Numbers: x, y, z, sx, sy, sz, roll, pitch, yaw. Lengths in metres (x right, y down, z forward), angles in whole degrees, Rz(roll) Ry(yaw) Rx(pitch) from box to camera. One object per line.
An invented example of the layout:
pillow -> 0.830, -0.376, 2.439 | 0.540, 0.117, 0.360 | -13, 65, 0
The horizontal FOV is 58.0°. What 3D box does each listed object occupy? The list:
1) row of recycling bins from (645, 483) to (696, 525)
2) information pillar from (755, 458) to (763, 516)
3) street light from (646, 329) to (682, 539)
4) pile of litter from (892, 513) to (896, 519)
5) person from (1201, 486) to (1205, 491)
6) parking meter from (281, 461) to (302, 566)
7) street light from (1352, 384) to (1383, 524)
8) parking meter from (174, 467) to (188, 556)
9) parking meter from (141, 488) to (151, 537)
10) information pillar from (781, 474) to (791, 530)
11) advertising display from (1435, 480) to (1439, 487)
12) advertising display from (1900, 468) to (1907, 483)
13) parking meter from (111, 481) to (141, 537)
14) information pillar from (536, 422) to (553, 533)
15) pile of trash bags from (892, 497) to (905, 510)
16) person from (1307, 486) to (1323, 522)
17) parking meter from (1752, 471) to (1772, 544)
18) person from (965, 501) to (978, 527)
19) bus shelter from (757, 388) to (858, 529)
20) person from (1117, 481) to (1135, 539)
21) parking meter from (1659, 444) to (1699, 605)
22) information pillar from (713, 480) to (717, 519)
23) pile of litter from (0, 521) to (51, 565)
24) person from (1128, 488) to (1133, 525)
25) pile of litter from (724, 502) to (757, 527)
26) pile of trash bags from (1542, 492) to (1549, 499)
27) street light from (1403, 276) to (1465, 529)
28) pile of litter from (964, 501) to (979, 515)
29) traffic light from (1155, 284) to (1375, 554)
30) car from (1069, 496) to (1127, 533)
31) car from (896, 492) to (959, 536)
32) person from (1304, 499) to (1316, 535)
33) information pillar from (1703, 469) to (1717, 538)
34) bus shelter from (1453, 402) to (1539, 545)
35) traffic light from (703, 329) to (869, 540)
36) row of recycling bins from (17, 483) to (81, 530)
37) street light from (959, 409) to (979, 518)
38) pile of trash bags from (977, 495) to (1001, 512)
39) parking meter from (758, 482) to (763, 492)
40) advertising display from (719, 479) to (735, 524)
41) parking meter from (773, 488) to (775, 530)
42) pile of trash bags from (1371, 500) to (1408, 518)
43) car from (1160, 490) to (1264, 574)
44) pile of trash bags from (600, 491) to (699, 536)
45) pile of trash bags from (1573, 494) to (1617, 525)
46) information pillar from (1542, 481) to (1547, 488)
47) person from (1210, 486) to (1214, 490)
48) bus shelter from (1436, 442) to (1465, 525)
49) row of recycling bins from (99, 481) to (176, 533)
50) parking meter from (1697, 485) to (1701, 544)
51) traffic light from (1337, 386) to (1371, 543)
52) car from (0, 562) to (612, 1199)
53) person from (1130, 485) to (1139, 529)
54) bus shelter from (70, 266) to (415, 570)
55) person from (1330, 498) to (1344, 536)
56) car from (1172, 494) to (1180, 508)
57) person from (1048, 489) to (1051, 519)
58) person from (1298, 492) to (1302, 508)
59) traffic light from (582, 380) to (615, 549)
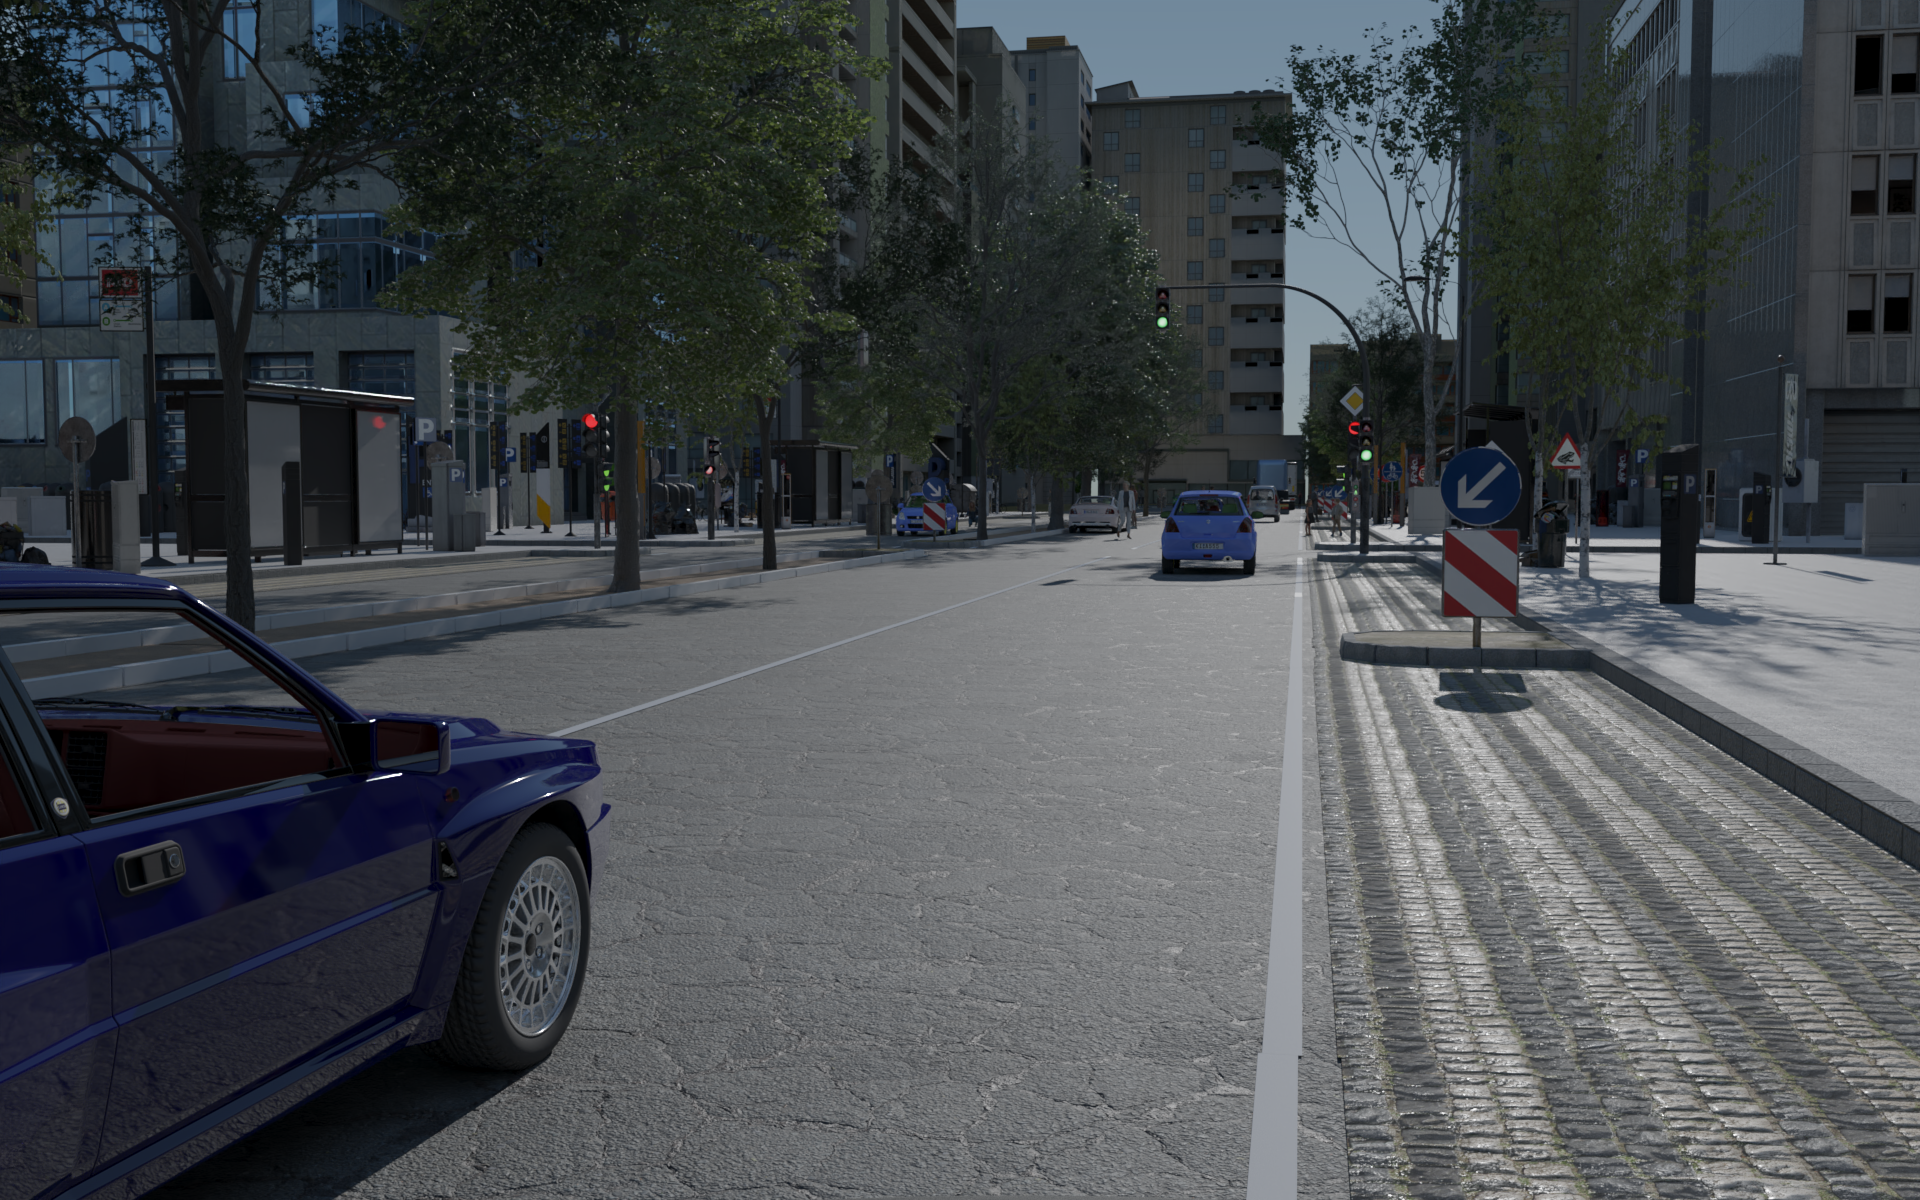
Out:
row of recycling bins -> -10.664, -3.488, 64.140 | 1.069, 1.692, 3.534 | 1, 4, 12
information pillar -> -11.451, -6.569, 98.757 | 0.504, 3.616, 0.183 | -1, 4, -14
street light -> -8.282, -4.676, 48.998 | 1.470, 5.913, 1.316 | 1, 4, 11
pile of litter -> -3.875, -4.690, 90.643 | 1.719, 0.858, 1.176 | 1, 4, 11
person -> 12.483, -4.907, 88.502 | 0.659, 1.850, 0.755 | 0, 4, -8
parking meter -> -12.050, -1.561, 31.233 | 0.255, 1.863, 0.399 | -2, 4, -33
street light -> 17.255, -6.163, 73.309 | 1.470, 5.913, 1.316 | 1, 4, 11
parking meter -> -16.162, -1.863, 36.172 | 0.255, 1.863, 0.399 | 2, 4, 25
parking meter -> -24.482, -2.662, 51.931 | 0.372, 1.533, 0.369 | 0, 3, 0
information pillar -> -6.301, -3.559, 62.689 | 0.304, 2.012, 0.304 | -1, 4, -18
advertising display -> 21.459, -4.451, 77.984 | 0.974, 1.923, 0.123 | 1, 4, 10
advertising display -> 23.712, -2.346, 43.566 | 0.123, 1.923, 0.974 | 2, 4, 26
parking meter -> -15.670, -1.470, 32.439 | 0.372, 1.533, 0.369 | 0, 3, 0
information pillar -> -13.594, -3.987, 56.542 | 0.504, 3.616, 0.183 | 1, 4, 22
pile of trash bags -> -3.112, -6.903, 122.616 | 3.447, 1.369, 1.912 | -1, 4, -14
person -> 17.878, -4.829, 87.411 | 0.822, 1.834, 0.622 | 1, 4, 15
parking meter -> 20.686, -2.384, 44.683 | 0.255, 1.863, 0.399 | -2, 4, -33
person -> 0.670, -3.766, 75.575 | 1.012, 1.151, 0.738 | 0, 4, -7
bus shelter -> -6.138, -5.538, 68.174 | 2.179, 5.291, 8.768 | 1, 4, 11
person -> 5.284, -2.875, 55.386 | 0.514, 1.842, 0.818 | -1, 4, -19
parking meter -> 8.392, -0.888, 20.228 | 0.399, 1.863, 0.255 | -2, 4, -32
information pillar -> -12.917, -5.276, 90.750 | 0.304, 2.012, 0.304 | -1, 4, -21
pile of litter -> -15.178, -0.821, 27.388 | 1.719, 0.858, 1.176 | -2, 4, -35
person -> 7.403, -4.101, 76.230 | 0.598, 1.740, 0.731 | -2, 4, -33
pile of litter -> -8.670, -3.295, 67.839 | 1.176, 0.858, 1.719 | -1, 4, -9
pile of trash bags -> 24.856, -4.148, 77.579 | 3.447, 1.369, 1.912 | -1, 4, -19
street light -> 10.123, -3.937, 36.906 | 1.470, 5.913, 1.316 | 1, 4, 11
pile of litter -> 1.343, -6.404, 118.664 | 1.719, 0.858, 1.176 | 0, 4, -6
traffic light -> 6.613, -3.841, 37.467 | 4.771, 5.953, 1.251 | 1, 4, 11
car -> 5.185, -3.199, 64.668 | 2.083, 1.381, 4.827 | 1, 4, 11
car -> -1.126, -3.083, 59.992 | 1.945, 1.707, 3.694 | 1, 4, 9
person -> 12.063, -2.844, 59.663 | 0.362, 1.253, 0.373 | -3, 4, -36
information pillar -> 21.802, -2.805, 50.358 | 0.304, 2.012, 0.304 | 1, 4, 22
bus shelter -> 14.493, -3.409, 47.026 | 1.731, 3.624, 6.357 | 1, 4, 11
traffic light -> -4.883, -4.487, 48.034 | 4.771, 5.953, 1.251 | 1, 4, 11
row of recycling bins -> -33.154, -3.420, 63.027 | 3.534, 1.692, 1.069 | 2, 4, 33
street light -> 0.646, -7.435, 94.096 | 1.470, 5.913, 1.316 | 1, 4, 11
pile of trash bags -> 1.294, -6.822, 121.295 | 3.447, 1.369, 1.912 | 1, 4, 12
parking meter -> -9.704, -4.866, 85.277 | 0.399, 1.863, 0.255 | 1, 4, 8
advertising display -> -9.966, -4.221, 74.221 | 0.974, 1.923, 0.123 | 3, 5, 45
parking meter -> -6.743, -3.230, 61.226 | 0.372, 1.533, 0.369 | 0, 3, 0
pile of trash bags -> 23.924, -5.248, 95.563 | 1.912, 1.369, 3.447 | 2, 4, 30
car -> 4.677, -1.388, 32.279 | 1.945, 1.707, 3.694 | 1, 4, 10
pile of trash bags -> -9.994, -2.750, 54.723 | 1.912, 1.369, 3.447 | 3, 4, 36
pile of trash bags -> 27.207, -3.887, 73.306 | 1.912, 1.369, 3.447 | -1, 4, -20
information pillar -> 33.663, -5.835, 99.896 | 0.304, 2.012, 0.304 | 1, 4, 14
person -> 12.404, -4.712, 85.503 | 0.822, 1.834, 0.622 | -2, 4, -33
bus shelter -> 19.975, -4.565, 68.558 | 2.014, 3.302, 5.546 | 1, 4, 11
row of recycling bins -> -26.908, -3.039, 56.808 | 1.069, 1.692, 3.534 | 1, 4, 11
parking meter -> 18.936, -2.223, 44.754 | 0.372, 1.533, 0.369 | 0, 3, 0
traffic light -> 10.231, -3.432, 45.036 | 0.839, 4.253, 0.868 | 1, 4, 11
car -> -2.134, 0.564, 3.361 | 1.945, 1.354, 3.894 | 1, 4, 13
person -> 7.157, -3.869, 71.733 | 0.573, 1.828, 0.580 | 0, 4, -6
bus shelter -> -13.605, -3.391, 33.081 | 2.179, 5.291, 8.768 | 1, 4, 11
person -> 12.769, -2.802, 58.583 | 0.475, 1.303, 0.640 | 3, 5, 40
car -> 23.499, -10.685, 183.491 | 1.959, 1.807, 4.718 | 1, 4, 10
person -> 5.234, -5.566, 100.045 | 0.362, 1.759, 0.519 | 1, 4, 15
person -> 35.181, -10.344, 179.085 | 0.415, 1.643, 0.593 | 1, 4, 18
traffic light -> -8.501, -3.159, 40.570 | 0.839, 4.253, 0.868 | 1, 4, 11
